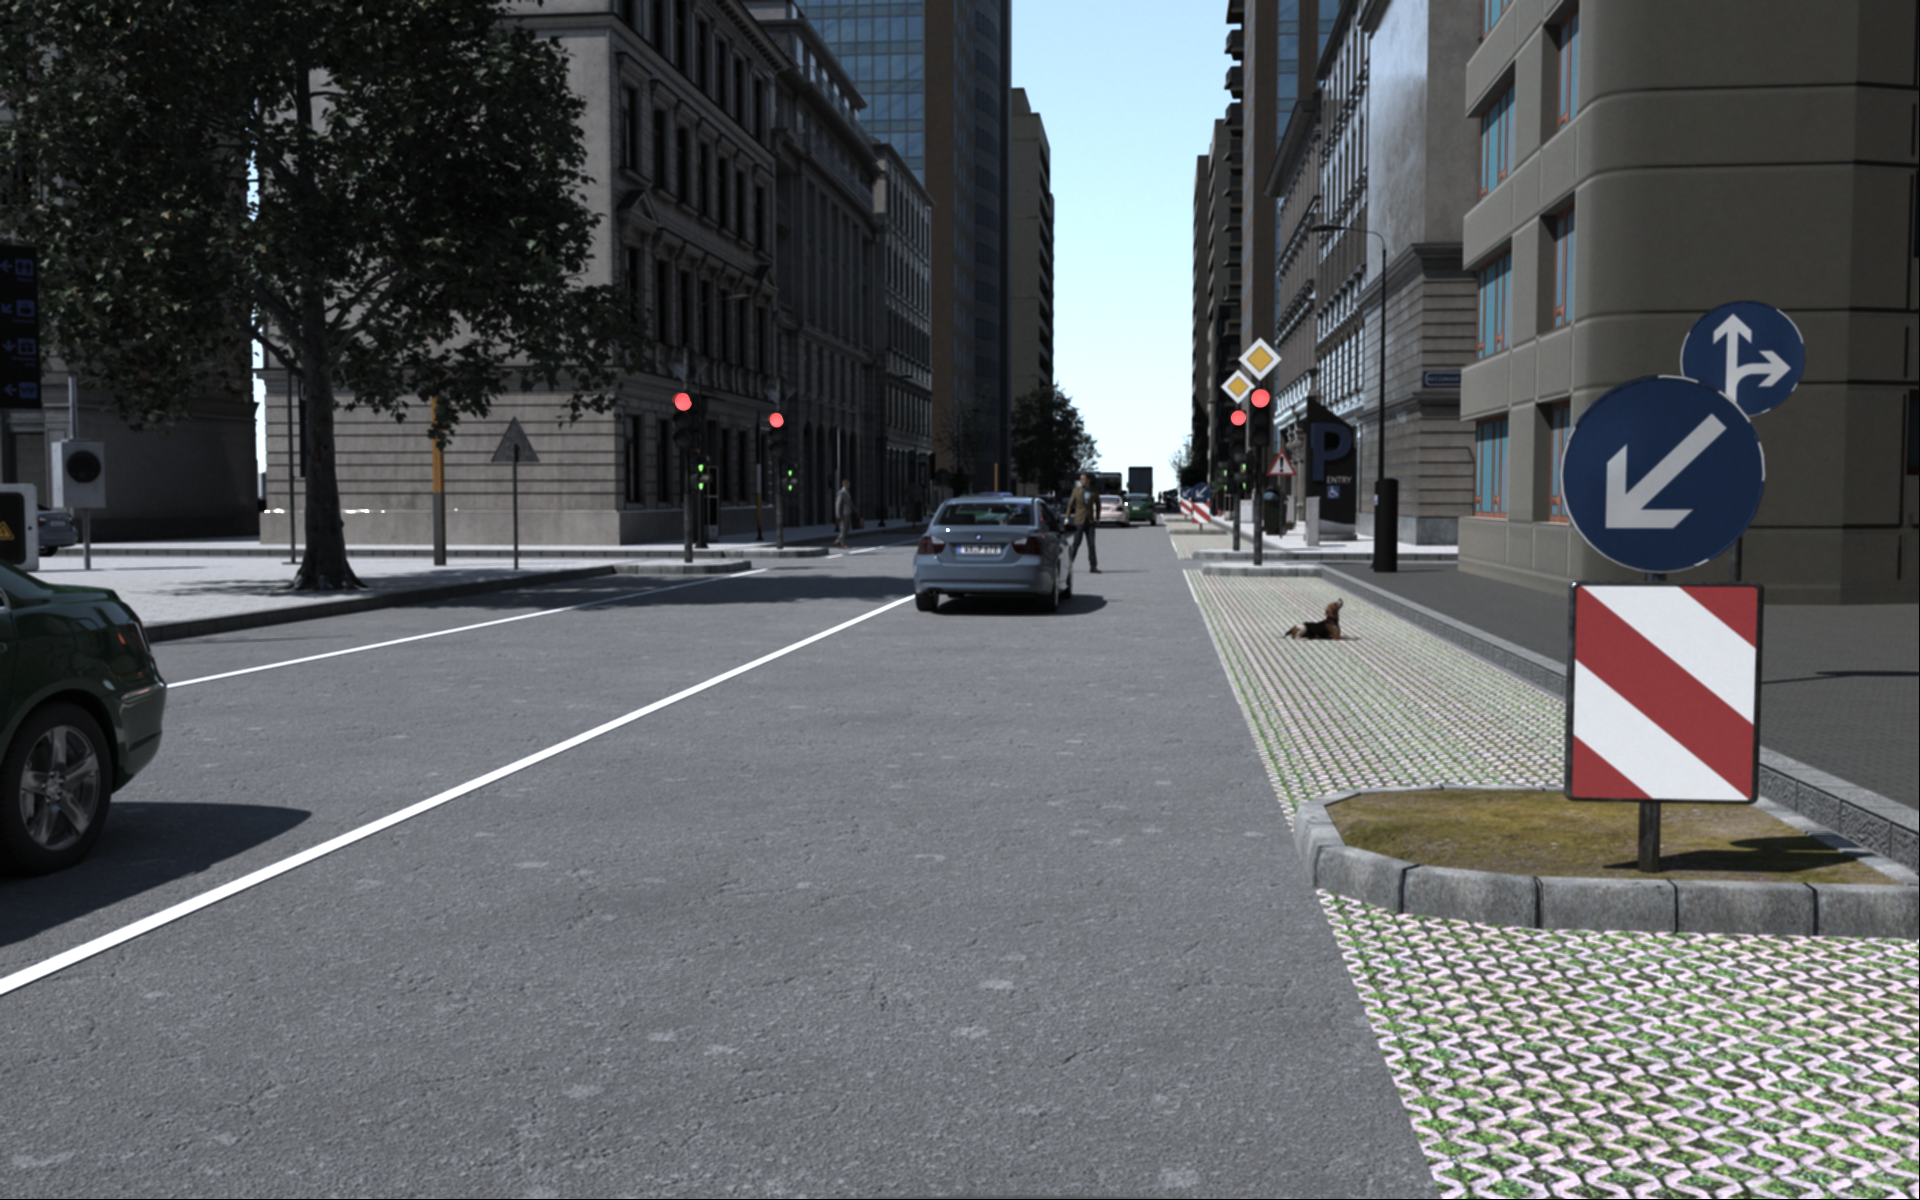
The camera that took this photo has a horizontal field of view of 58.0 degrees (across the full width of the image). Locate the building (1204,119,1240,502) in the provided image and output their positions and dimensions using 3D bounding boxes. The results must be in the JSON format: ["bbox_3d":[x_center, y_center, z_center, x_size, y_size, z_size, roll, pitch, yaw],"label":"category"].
[{"bbox_3d":[41.515,-36.025,212.706,21.300,48.544,21.600,0,4,6],"label":"building"}]

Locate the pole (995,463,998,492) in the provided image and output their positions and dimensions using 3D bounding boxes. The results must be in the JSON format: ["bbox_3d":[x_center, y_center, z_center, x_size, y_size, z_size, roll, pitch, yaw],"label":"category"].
[{"bbox_3d":[2.406,-7.330,113.695,0.158,3.312,0.155,0,3,0],"label":"pole"}]

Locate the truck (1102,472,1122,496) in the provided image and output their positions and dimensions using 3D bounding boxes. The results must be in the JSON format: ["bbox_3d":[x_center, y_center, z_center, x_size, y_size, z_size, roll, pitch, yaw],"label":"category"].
[{"bbox_3d":[19.871,-14.568,227.103,2.839,4.237,11.283,0,4,7],"label":"truck"}]

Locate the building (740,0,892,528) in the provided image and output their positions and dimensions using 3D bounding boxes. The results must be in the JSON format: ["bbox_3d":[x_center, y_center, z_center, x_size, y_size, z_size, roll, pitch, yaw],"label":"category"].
[{"bbox_3d":[-11.276,-14.211,74.154,13.314,21.916,24.055,0,4,6],"label":"building"}]

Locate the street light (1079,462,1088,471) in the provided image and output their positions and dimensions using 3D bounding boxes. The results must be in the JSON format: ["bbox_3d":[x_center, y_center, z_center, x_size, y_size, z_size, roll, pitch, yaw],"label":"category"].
[{"bbox_3d":[17.998,-17.164,253.174,1.470,5.913,1.316,0,4,6],"label":"street light"}]

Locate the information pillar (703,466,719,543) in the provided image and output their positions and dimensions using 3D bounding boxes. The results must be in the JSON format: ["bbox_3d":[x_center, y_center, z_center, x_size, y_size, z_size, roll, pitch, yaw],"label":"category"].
[{"bbox_3d":[-6.596,-2.531,45.877,0.304,2.012,0.304,-2,4,-32],"label":"information pillar"}]

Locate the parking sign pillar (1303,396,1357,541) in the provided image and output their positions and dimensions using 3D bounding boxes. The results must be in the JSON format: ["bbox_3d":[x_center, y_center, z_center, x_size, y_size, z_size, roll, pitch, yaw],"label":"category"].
[{"bbox_3d":[10.173,-3.608,47.467,1.447,3.967,1.447,0,4,-5],"label":"parking sign pillar"}]

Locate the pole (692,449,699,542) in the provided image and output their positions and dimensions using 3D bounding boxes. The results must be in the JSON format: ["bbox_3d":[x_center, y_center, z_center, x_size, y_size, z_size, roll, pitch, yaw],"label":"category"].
[{"bbox_3d":[-6.972,-3.181,45.859,0.158,3.312,0.155,0,3,0],"label":"pole"}]

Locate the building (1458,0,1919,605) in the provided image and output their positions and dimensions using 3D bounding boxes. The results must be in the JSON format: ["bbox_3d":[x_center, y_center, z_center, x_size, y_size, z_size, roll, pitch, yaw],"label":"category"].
[{"bbox_3d":[20.525,-10.251,12.649,27.650,21.520,28.899,0,4,6],"label":"building"}]

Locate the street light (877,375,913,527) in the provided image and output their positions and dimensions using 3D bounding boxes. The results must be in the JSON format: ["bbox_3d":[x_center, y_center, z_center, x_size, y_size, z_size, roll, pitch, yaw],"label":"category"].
[{"bbox_3d":[-2.526,-5.822,67.737,1.470,5.913,1.316,0,4,6],"label":"street light"}]

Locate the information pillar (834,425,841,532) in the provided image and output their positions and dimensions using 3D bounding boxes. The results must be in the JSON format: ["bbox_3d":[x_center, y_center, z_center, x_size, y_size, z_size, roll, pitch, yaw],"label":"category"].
[{"bbox_3d":[-4.167,-4.128,58.852,0.183,3.616,0.504,0,4,3],"label":"information pillar"}]

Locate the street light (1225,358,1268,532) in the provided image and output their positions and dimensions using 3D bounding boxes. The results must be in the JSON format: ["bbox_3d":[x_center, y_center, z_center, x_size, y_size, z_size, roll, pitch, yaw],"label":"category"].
[{"bbox_3d":[9.921,-5.303,59.243,1.470,5.913,1.316,0,4,6],"label":"street light"}]

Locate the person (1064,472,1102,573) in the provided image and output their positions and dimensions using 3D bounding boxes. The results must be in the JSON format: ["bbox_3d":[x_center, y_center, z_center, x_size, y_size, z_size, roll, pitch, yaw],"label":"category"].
[{"bbox_3d":[2.226,-1.416,31.558,0.656,1.842,0.836,-3,5,-40],"label":"person"}]

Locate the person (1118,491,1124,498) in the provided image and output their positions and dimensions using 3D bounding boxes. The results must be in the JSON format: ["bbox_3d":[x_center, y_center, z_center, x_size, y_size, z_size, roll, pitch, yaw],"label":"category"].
[{"bbox_3d":[14.569,-8.978,156.010,1.217,1.743,0.721,0,4,-1],"label":"person"}]

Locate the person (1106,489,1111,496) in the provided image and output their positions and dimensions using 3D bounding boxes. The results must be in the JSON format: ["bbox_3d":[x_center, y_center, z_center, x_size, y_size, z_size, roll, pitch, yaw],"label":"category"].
[{"bbox_3d":[10.924,-7.213,126.296,0.599,1.838,0.709,3,5,40],"label":"person"}]

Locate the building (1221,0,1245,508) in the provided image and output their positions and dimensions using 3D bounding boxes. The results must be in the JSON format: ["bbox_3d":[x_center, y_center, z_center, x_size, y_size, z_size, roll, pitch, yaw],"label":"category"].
[{"bbox_3d":[32.900,-29.796,141.785,22.147,44.769,28.867,0,4,6],"label":"building"}]

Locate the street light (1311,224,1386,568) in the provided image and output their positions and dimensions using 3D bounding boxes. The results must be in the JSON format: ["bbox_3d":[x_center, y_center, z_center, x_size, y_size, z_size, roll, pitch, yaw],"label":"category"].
[{"bbox_3d":[6.735,-3.508,29.898,1.470,5.913,1.316,0,4,6],"label":"street light"}]

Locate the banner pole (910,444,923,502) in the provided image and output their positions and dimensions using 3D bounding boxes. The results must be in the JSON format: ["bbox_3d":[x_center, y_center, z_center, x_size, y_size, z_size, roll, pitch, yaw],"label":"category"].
[{"bbox_3d":[-2.349,-5.939,87.116,0.401,3.779,0.863,-2,4,-27],"label":"banner pole"}]

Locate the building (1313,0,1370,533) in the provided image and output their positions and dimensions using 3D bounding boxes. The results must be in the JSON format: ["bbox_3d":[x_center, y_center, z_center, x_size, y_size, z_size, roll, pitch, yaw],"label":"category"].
[{"bbox_3d":[18.506,-13.063,62.730,9.793,20.994,18.267,0,4,6],"label":"building"}]

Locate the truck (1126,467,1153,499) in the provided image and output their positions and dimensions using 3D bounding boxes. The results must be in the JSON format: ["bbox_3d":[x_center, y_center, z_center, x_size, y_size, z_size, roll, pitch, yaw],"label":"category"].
[{"bbox_3d":[19.005,-11.860,182.822,2.839,4.237,11.283,0,4,5],"label":"truck"}]

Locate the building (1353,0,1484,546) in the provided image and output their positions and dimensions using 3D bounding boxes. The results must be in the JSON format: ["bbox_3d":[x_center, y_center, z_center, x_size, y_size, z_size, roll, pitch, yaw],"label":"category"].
[{"bbox_3d":[28.744,-13.853,45.587,34.723,24.649,14.460,0,4,6],"label":"building"}]

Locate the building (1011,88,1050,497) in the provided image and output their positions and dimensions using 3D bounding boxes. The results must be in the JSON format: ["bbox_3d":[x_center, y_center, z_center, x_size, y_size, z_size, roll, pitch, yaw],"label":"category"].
[{"bbox_3d":[-0.300,-35.959,211.623,21.300,48.544,21.600,0,4,6],"label":"building"}]

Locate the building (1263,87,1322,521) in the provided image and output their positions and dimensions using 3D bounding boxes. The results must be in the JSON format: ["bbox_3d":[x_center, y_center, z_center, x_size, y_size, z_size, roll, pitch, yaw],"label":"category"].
[{"bbox_3d":[21.499,-14.750,92.071,10.553,20.767,40.483,0,4,6],"label":"building"}]

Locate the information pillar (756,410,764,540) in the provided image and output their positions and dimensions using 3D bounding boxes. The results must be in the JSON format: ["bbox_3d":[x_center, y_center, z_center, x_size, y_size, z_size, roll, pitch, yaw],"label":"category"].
[{"bbox_3d":[-5.555,-3.457,47.882,0.183,3.616,0.504,0,4,-1],"label":"information pillar"}]

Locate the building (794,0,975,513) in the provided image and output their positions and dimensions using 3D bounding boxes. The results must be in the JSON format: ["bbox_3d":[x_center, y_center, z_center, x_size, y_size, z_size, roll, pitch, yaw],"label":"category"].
[{"bbox_3d":[-6.551,-28.900,122.632,14.600,45.320,14.200,0,4,6],"label":"building"}]

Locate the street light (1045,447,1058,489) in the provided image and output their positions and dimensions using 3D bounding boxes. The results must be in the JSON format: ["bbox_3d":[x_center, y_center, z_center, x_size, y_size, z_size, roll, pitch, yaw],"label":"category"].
[{"bbox_3d":[9.004,-12.183,171.730,1.470,5.913,1.316,0,4,6],"label":"street light"}]

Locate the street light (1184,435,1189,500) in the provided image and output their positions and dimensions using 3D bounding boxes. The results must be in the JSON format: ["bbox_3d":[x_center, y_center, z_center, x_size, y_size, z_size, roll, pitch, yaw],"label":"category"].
[{"bbox_3d":[18.399,-9.938,135.035,1.470,5.913,1.316,0,4,6],"label":"street light"}]

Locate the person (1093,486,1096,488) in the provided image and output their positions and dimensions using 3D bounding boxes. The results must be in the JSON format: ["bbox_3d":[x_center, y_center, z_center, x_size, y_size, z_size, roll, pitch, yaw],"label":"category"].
[{"bbox_3d":[6.359,-4.439,81.165,0.778,1.811,0.616,2,4,30],"label":"person"}]

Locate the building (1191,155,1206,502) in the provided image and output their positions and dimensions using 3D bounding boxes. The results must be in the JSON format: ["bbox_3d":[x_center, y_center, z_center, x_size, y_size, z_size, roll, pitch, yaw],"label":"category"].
[{"bbox_3d":[42.421,-37.345,234.298,21.300,48.544,21.600,0,4,6],"label":"building"}]

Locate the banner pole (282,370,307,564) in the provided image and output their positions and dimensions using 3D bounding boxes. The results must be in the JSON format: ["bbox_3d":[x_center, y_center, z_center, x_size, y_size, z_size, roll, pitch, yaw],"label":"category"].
[{"bbox_3d":[-12.048,-2.555,31.796,0.863,3.779,0.401,-3,4,-39],"label":"banner pole"}]

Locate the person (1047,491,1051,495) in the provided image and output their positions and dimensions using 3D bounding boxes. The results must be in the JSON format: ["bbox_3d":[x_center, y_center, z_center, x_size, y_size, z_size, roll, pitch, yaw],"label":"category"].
[{"bbox_3d":[6.190,-6.674,119.091,0.593,1.643,0.415,2,4,34],"label":"person"}]

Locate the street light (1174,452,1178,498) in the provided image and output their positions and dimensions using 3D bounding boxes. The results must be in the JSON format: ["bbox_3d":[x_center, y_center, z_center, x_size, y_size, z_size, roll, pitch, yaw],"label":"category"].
[{"bbox_3d":[24.475,-13.279,189.644,1.470,5.913,1.316,0,4,6],"label":"street light"}]

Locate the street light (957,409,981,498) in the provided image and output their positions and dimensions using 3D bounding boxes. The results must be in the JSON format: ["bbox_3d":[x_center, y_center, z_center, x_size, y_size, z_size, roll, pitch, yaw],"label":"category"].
[{"bbox_3d":[0.450,-7.476,94.775,1.470,5.913,1.316,0,4,6],"label":"street light"}]

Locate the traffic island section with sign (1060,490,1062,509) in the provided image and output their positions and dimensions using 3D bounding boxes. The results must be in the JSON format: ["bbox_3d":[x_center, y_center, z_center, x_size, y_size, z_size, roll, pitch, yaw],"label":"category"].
[{"bbox_3d":[9.841,-9.659,166.547,1.989,1.847,2.006,0,4,6],"label":"traffic island section with sign"}]

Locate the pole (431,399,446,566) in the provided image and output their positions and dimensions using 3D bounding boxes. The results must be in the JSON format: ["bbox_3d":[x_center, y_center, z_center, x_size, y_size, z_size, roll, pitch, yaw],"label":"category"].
[{"bbox_3d":[-9.336,-2.273,31.004,0.158,3.312,0.155,0,3,0],"label":"pole"}]

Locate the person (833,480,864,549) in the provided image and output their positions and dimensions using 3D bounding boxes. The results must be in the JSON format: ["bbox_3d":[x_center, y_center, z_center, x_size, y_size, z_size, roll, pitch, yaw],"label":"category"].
[{"bbox_3d":[-2.984,-2.248,45.378,0.853,1.813,0.709,1,4,19],"label":"person"}]

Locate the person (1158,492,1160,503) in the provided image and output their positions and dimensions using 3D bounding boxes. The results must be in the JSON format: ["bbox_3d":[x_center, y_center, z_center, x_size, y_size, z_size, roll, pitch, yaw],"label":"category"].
[{"bbox_3d":[30.665,-15.736,266.590,0.445,1.727,0.742,0,4,8],"label":"person"}]

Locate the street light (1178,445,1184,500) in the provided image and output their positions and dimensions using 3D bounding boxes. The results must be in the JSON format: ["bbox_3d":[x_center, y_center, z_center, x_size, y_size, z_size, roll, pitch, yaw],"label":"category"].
[{"bbox_3d":[21.516,-11.625,162.605,1.470,5.913,1.316,0,4,6],"label":"street light"}]

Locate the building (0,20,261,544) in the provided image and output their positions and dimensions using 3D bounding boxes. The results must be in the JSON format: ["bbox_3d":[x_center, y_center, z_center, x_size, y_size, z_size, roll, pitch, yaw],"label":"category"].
[{"bbox_3d":[-31.135,-12.259,49.585,18.267,20.994,9.793,0,4,6],"label":"building"}]

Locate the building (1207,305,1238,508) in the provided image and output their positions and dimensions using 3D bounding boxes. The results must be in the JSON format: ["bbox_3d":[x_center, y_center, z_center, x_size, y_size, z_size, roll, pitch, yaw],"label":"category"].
[{"bbox_3d":[38.964,-19.954,171.288,27.650,21.520,28.899,0,4,6],"label":"building"}]

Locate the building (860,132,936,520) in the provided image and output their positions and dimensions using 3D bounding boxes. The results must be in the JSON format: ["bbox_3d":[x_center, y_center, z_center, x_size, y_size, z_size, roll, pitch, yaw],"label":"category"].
[{"bbox_3d":[-7.278,-15.052,95.247,9.793,20.994,18.267,0,4,6],"label":"building"}]

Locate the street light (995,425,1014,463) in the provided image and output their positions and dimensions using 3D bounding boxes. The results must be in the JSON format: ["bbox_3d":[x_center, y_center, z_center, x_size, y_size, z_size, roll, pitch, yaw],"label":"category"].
[{"bbox_3d":[2.926,-8.793,116.299,1.470,5.913,1.316,0,4,6],"label":"street light"}]

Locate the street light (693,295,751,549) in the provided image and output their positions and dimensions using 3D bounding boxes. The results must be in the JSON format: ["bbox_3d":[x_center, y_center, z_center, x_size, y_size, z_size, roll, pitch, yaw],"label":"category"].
[{"bbox_3d":[-5.557,-4.161,40.575,1.470,5.913,1.316,0,4,6],"label":"street light"}]

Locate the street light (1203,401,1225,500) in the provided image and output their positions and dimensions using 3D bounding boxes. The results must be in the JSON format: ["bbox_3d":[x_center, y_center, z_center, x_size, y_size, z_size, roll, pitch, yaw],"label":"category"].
[{"bbox_3d":[13.030,-6.971,86.518,1.470,5.913,1.316,0,4,6],"label":"street light"}]

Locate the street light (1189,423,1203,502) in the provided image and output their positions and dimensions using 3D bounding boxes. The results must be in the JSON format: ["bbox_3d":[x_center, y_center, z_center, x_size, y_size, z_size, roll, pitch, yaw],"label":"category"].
[{"bbox_3d":[15.962,-8.625,113.561,1.470,5.913,1.316,0,4,6],"label":"street light"}]

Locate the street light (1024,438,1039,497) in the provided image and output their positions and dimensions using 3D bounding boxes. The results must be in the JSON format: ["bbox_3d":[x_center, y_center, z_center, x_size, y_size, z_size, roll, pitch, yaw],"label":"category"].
[{"bbox_3d":[5.906,-10.519,144.529,1.470,5.913,1.316,0,4,6],"label":"street light"}]

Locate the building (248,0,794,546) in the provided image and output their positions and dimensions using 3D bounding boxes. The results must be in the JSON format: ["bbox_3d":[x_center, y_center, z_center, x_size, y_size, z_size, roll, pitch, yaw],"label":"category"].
[{"bbox_3d":[-12.135,-11.459,51.987,10.561,19.102,19.286,0,4,6],"label":"building"}]

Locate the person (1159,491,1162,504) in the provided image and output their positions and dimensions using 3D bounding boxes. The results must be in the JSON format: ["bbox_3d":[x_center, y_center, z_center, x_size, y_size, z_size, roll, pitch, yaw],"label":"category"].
[{"bbox_3d":[27.787,-14.138,239.530,0.599,1.838,0.709,2,4,31],"label":"person"}]

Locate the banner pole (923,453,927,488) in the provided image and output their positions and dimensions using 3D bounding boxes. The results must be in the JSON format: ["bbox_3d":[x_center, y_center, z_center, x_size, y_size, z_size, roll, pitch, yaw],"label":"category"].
[{"bbox_3d":[-2.146,-6.303,93.079,0.863,3.779,0.401,-1,4,-19],"label":"banner pole"}]

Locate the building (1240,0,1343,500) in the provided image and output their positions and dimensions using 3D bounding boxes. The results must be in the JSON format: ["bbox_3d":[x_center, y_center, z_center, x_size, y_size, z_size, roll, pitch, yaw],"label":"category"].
[{"bbox_3d":[27.053,-28.788,120.791,14.600,45.320,14.200,0,4,6],"label":"building"}]

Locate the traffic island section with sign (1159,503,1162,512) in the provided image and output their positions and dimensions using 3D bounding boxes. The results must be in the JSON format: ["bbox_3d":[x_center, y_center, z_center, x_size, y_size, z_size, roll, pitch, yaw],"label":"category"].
[{"bbox_3d":[16.897,-7.885,137.544,1.989,1.847,2.006,0,4,6],"label":"traffic island section with sign"}]

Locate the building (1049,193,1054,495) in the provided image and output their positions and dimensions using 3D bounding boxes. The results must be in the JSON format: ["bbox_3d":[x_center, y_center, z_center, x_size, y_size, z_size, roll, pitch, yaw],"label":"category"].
[{"bbox_3d":[5.032,-33.386,229.454,14.154,41.232,14.086,0,4,6],"label":"building"}]

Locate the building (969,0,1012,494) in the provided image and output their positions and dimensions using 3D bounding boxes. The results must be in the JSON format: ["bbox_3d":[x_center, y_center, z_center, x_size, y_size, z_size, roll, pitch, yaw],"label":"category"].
[{"bbox_3d":[-7.313,-36.820,144.010,21.231,58.520,28.212,0,4,6],"label":"building"}]

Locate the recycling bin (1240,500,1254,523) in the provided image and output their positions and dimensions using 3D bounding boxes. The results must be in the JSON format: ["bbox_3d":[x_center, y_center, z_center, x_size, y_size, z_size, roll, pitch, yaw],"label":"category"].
[{"bbox_3d":[12.871,-3.914,76.542,0.722,1.027,0.722,-3,5,-41],"label":"recycling bin"}]

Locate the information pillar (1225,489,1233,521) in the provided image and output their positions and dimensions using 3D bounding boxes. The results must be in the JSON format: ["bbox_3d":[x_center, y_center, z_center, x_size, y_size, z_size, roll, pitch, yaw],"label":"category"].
[{"bbox_3d":[12.978,-4.836,83.561,0.304,2.012,0.304,3,5,43],"label":"information pillar"}]

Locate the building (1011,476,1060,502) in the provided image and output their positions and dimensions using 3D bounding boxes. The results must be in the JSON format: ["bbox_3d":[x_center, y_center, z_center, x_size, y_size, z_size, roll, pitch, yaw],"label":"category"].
[{"bbox_3d":[-1.463,-34.127,249.864,32.217,40.220,23.993,0,4,6],"label":"building"}]
